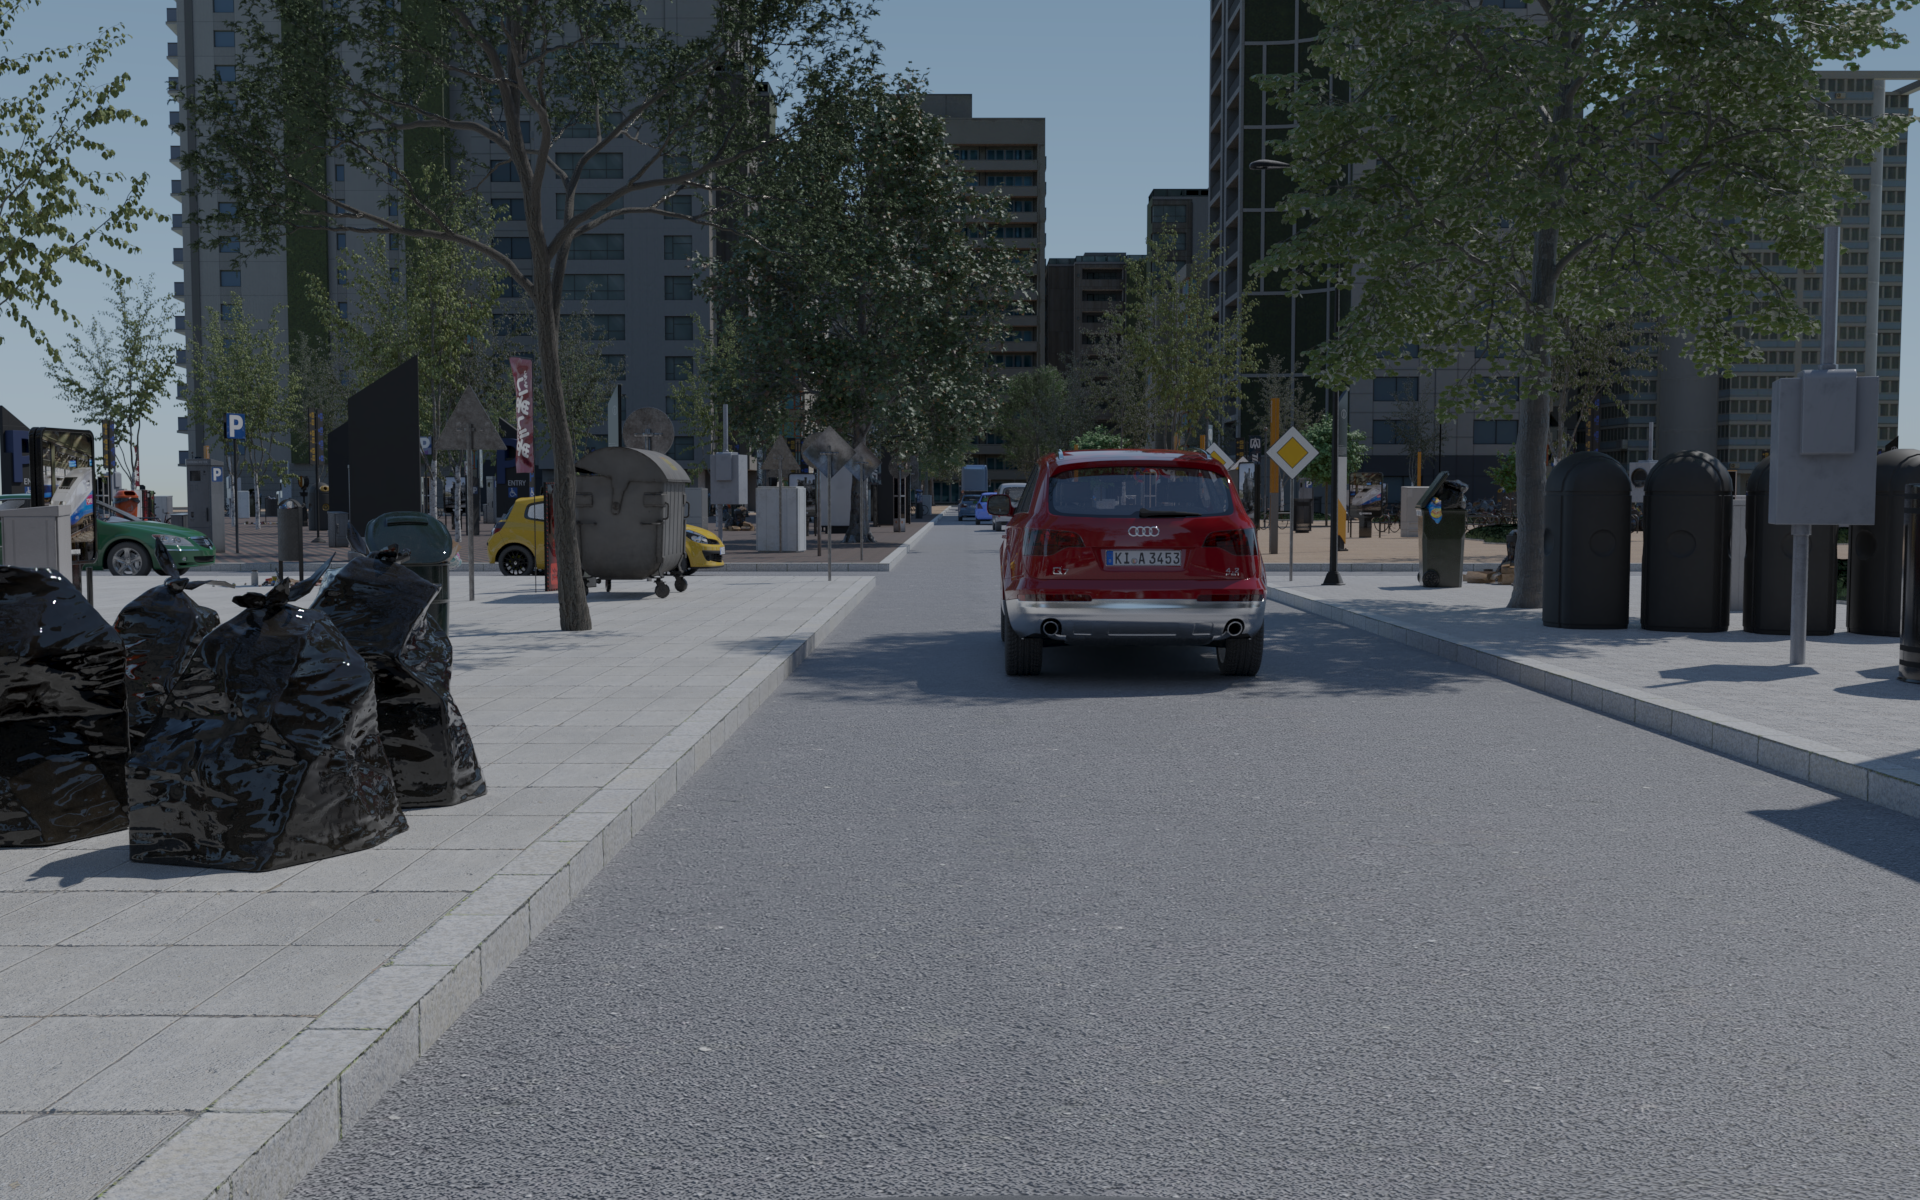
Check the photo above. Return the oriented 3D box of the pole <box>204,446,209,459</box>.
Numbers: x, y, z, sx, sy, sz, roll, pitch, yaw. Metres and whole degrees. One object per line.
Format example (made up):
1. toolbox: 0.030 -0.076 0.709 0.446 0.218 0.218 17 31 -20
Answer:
1. pole: -31.839 -4.857 73.263 0.158 3.312 0.155 0 3 0

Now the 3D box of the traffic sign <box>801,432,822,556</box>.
1. traffic sign: -2.904 -2.176 35.676 0.768 2.556 0.104 1 4 8

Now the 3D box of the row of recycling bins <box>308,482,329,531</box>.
1. row of recycling bins: -21.214 -3.315 61.313 3.534 1.692 1.069 -1 4 -15

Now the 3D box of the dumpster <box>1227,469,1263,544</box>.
1. dumpster: 6.429 -2.155 40.988 1.264 1.857 1.865 0 4 0

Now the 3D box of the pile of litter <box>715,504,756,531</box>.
1. pile of litter: -7.676 -2.842 60.428 1.719 0.858 1.176 1 4 17

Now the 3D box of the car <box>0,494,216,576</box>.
1. car: -15.133 -1.067 29.245 4.920 1.459 2.131 0 4 -1

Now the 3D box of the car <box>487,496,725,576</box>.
1. car: -6.054 -1.197 29.796 3.980 1.641 2.015 0 4 1

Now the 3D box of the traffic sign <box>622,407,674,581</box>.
1. traffic sign: -4.568 -1.546 25.381 0.768 2.556 0.104 0 4 2

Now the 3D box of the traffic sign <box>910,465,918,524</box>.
1. traffic sign: -2.186 -4.588 75.127 0.768 2.556 0.104 0 4 5

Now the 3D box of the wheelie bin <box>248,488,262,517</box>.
1. wheelie bin: -39.636 -5.466 97.277 0.693 1.594 0.980 2 4 24

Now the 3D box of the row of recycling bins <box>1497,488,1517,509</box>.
1. row of recycling bins: 32.233 -5.764 101.359 1.069 1.692 3.534 0 4 4

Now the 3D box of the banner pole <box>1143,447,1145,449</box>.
1. banner pole: 9.913 -6.214 91.620 0.863 3.779 0.401 -2 4 -31

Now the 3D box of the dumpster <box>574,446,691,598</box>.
1. dumpster: -4.166 -0.989 21.922 1.264 1.857 1.865 0 4 0

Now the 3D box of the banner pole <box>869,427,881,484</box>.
1. banner pole: -2.832 -3.960 54.758 0.863 3.779 0.401 -2 4 -35

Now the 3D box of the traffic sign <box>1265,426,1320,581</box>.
1. traffic sign: 4.874 -1.335 25.464 0.795 2.450 0.064 0 4 0

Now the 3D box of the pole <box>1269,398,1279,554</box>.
1. pole: 6.702 -2.635 36.933 0.158 3.312 0.155 0 3 0

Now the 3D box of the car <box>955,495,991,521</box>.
1. car: 0.761 -4.954 92.995 2.014 1.417 4.499 0 4 0

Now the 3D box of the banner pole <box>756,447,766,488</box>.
1. banner pole: -9.353 -5.620 81.901 0.401 3.779 0.863 2 4 33

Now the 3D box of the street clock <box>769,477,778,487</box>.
1. street clock: -6.878 -3.622 63.783 0.358 2.002 0.471 -1 4 -20

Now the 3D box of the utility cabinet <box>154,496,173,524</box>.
1. utility cabinet: -34.734 -3.937 75.538 1.020 1.237 0.306 3 4 36

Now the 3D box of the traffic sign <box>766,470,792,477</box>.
1. traffic sign: -5.714 -3.364 54.997 0.884 2.594 0.081 0 4 1

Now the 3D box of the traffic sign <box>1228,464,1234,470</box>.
1. traffic sign: 8.905 -3.410 57.878 0.606 2.300 0.079 0 4 5

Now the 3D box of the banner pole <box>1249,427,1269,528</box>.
1. banner pole: 11.250 -4.594 65.131 0.863 3.779 0.401 1 4 20

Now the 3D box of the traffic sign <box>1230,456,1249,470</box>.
1. traffic sign: 8.580 -3.144 52.586 0.795 2.450 0.064 0 4 4

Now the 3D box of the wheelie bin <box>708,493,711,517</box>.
1. wheelie bin: -14.418 -5.464 97.241 0.980 1.594 0.693 -3 4 -38

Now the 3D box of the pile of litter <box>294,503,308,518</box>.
1. pile of litter: -33.610 -4.510 87.703 1.719 0.858 1.176 0 4 -2

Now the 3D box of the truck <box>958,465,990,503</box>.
1. truck: 1.226 -10.098 154.866 2.967 4.110 18.799 0 4 1

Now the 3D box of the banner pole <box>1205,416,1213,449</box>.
1. banner pole: 7.876 -3.966 54.861 0.401 3.779 0.863 2 4 24

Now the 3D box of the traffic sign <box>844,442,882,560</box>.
1. traffic sign: -1.902 -1.825 33.485 0.795 2.450 0.064 0 4 0

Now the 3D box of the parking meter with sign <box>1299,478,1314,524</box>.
1. parking meter with sign: 15.116 -4.847 75.508 0.543 3.016 1.738 0 4 -7

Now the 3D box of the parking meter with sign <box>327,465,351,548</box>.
1. parking meter with sign: -14.442 -2.797 41.999 0.543 3.016 1.738 3 5 42

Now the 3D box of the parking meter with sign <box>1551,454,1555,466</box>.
1. parking meter with sign: 25.591 -4.744 73.822 0.543 3.016 1.738 1 4 11

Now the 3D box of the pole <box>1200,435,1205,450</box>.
1. pole: 8.396 -4.048 60.035 0.158 3.312 0.155 0 3 0

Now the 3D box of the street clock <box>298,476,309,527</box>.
1. street clock: -25.870 -3.898 68.306 0.471 2.002 0.358 3 5 41

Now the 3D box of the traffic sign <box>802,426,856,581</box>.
1. traffic sign: -1.920 -1.337 25.500 0.795 2.450 0.064 0 4 0

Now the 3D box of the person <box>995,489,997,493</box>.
1. person: 2.395 -6.896 121.697 0.683 1.767 0.568 -2 4 -28

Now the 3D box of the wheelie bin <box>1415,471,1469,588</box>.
1. wheelie bin: 6.681 -0.984 23.990 0.693 1.594 0.980 1 4 8

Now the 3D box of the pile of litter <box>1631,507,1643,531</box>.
1. pile of litter: 23.075 -2.801 59.767 1.719 0.858 1.176 0 4 6

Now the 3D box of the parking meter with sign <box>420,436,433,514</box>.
1. parking meter with sign: -16.548 -3.396 51.793 0.543 3.016 1.738 2 4 26

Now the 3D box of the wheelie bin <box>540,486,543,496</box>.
1. wheelie bin: -16.082 -3.676 68.012 0.980 1.594 0.693 -2 4 -26

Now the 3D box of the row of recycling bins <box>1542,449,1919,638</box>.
1. row of recycling bins: 7.323 -0.557 16.226 3.534 1.692 1.069 1 4 20

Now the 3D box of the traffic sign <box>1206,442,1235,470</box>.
1. traffic sign: 4.893 -1.823 33.449 0.795 2.450 0.064 0 4 0

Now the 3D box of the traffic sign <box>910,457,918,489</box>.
1. traffic sign: -3.329 -5.981 91.658 2.265 3.308 0.079 0 4 3

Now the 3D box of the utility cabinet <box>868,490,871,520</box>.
1. utility cabinet: -3.931 -4.560 83.228 0.318 1.500 1.173 -3 5 -42

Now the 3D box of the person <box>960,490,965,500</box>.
1. person: 0.170 -7.703 134.993 0.434 1.755 0.990 1 4 16

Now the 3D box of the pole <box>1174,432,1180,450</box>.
1. pole: 7.154 -3.875 57.202 0.158 3.312 0.155 0 3 0

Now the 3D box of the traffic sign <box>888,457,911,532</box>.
1. traffic sign: -2.019 -3.531 57.834 0.768 2.556 0.104 1 4 9

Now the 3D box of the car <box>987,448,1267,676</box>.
1. car: 1.376 -0.399 15.194 2.281 1.827 5.304 0 4 1

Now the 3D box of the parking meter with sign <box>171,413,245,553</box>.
1. parking meter with sign: -16.459 -2.540 37.784 1.738 3.016 0.543 1 4 20

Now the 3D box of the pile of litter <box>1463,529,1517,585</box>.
1. pile of litter: 7.846 -0.666 24.856 1.176 0.858 1.719 0 4 6

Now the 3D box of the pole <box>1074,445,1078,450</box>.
1. pole: 4.786 -4.744 71.405 0.158 3.312 0.155 0 3 0

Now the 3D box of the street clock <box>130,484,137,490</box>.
1. street clock: -49.004 -6.005 102.750 0.358 2.002 0.471 -3 5 -42

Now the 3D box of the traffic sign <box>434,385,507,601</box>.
1. traffic sign: -5.870 -1.269 20.755 0.884 2.594 0.081 0 4 2

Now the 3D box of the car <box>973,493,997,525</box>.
1. car: 1.561 -4.400 81.524 1.945 1.707 3.694 0 3 0

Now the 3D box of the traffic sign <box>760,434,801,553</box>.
1. traffic sign: -3.906 -2.304 37.670 0.884 2.594 0.081 0 4 3

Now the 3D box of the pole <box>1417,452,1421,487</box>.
1. pole: 22.221 -5.505 83.855 0.158 3.312 0.155 0 3 0

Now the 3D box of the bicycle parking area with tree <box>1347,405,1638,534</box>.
1. bicycle parking area with tree: 17.529 -4.261 56.668 8.231 4.147 9.016 -1 4 -21

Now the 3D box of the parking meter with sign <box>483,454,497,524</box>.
1. parking meter with sign: -20.088 -4.802 74.767 0.543 3.016 1.738 -3 5 -41

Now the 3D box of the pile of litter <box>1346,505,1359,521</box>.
1. pile of litter: 19.014 -4.309 84.425 1.176 0.858 1.719 1 4 13
